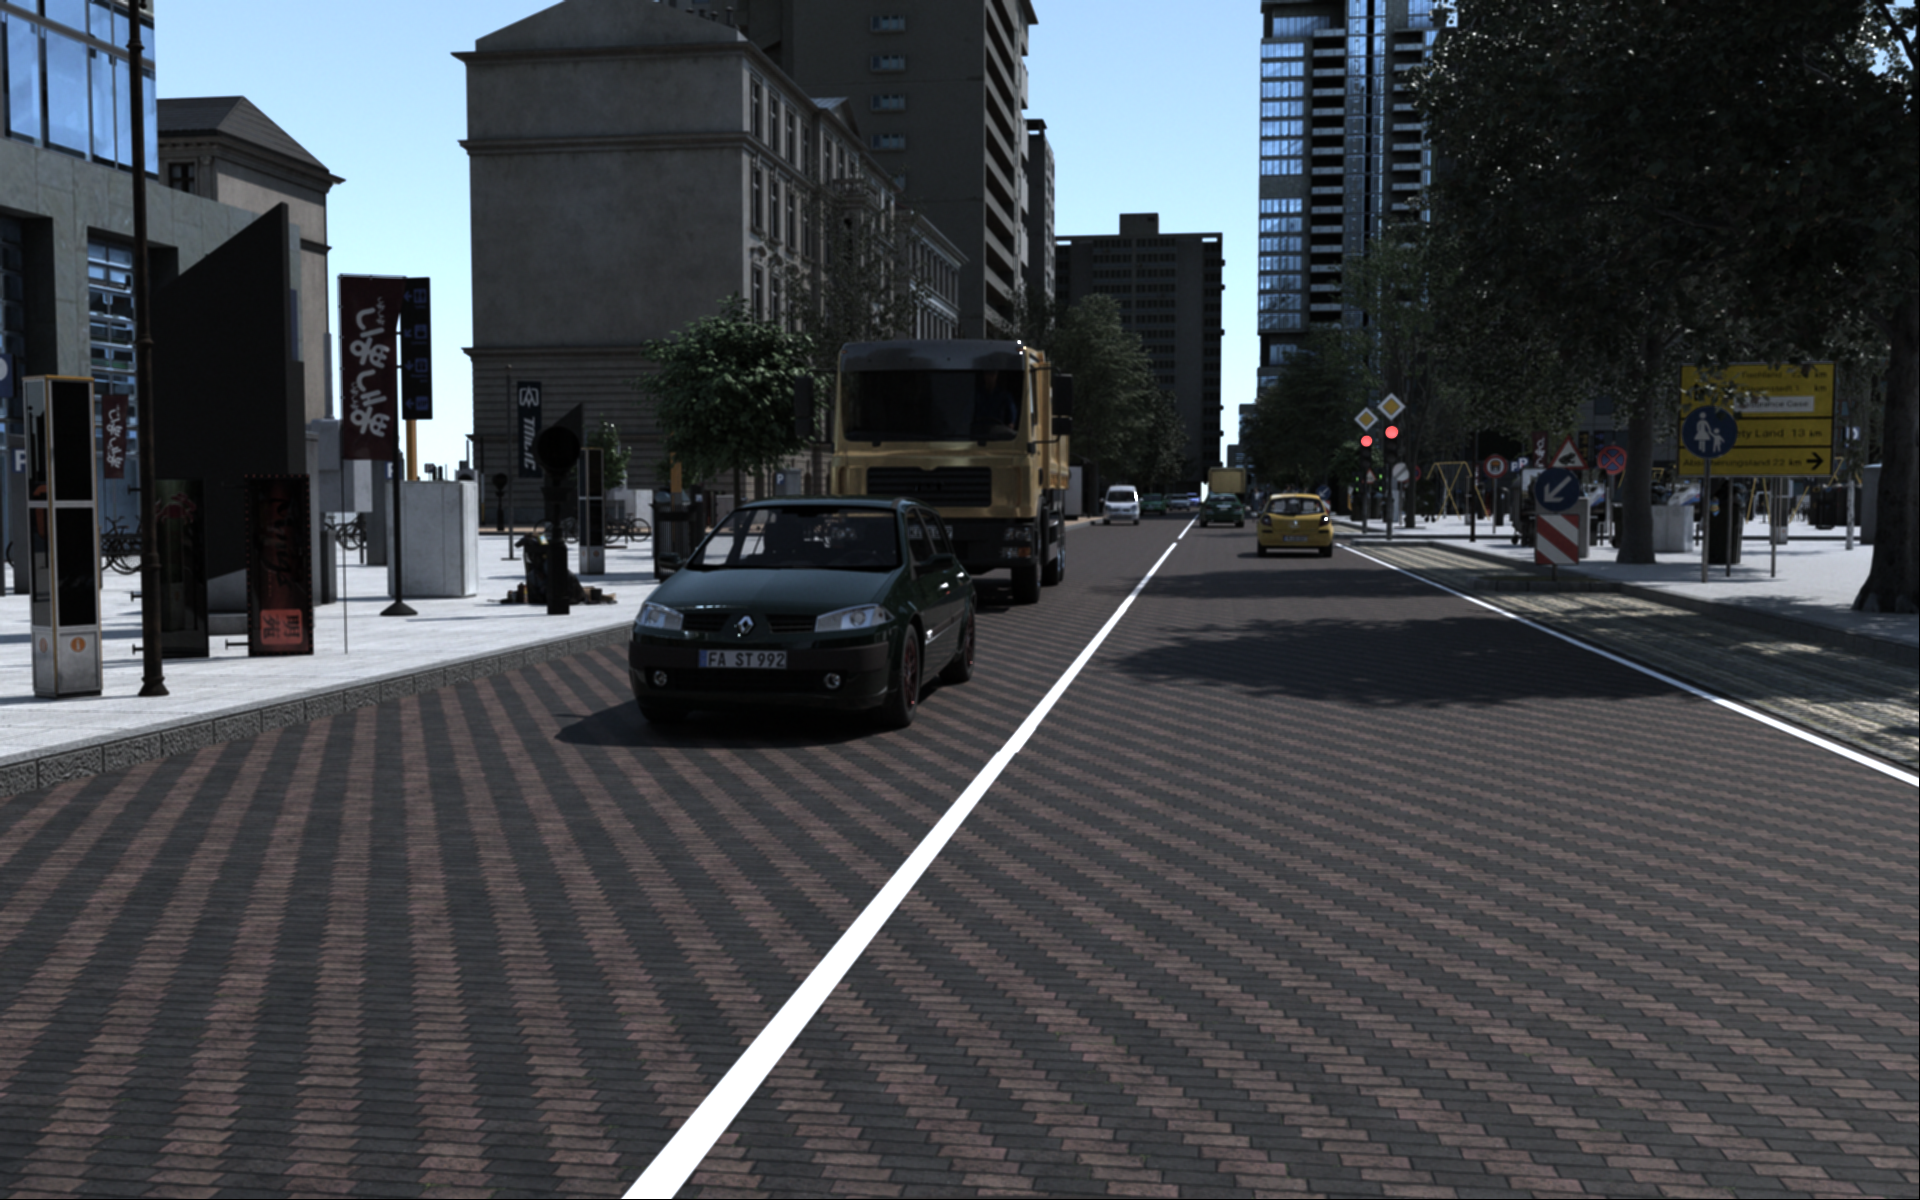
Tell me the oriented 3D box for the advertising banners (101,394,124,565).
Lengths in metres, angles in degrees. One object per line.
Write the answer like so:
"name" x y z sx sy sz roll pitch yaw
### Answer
"advertising banners" -15.565 -2.101 30.547 2.074 3.025 0.090 1 4 9

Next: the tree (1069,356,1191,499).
"tree" 13.136 -13.518 138.031 9.611 12.733 9.660 0 3 0

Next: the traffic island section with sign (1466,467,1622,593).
"traffic island section with sign" 8.712 -1.065 26.040 1.989 1.847 2.006 1 4 8

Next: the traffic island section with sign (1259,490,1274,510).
"traffic island section with sign" 28.019 -9.093 157.297 1.989 1.847 2.006 1 4 8

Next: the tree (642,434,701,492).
"tree" -7.827 -3.302 48.583 1.663 3.219 1.824 0 3 0

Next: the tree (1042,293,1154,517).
"tree" 7.369 -11.030 98.464 7.486 12.596 7.792 0 3 0

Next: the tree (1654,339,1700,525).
"tree" 28.499 -7.119 66.765 4.360 8.622 3.978 0 3 0

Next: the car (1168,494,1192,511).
"car" 18.802 -8.335 148.274 2.014 1.417 4.499 0 4 7

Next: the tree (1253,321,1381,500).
"tree" 23.894 -11.983 114.047 7.486 12.596 7.792 0 3 0

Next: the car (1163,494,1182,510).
"car" 19.174 -8.877 156.937 2.131 1.459 4.920 1 4 9

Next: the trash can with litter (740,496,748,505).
"trash can with litter" -7.361 -3.049 60.911 1.678 1.210 2.233 2 4 24

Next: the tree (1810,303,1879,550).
"tree" 20.222 -5.458 39.594 4.360 8.622 3.978 0 3 0

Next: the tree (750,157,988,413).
"tree" -2.310 -5.308 37.154 4.360 8.622 3.978 0 3 0

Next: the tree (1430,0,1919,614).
"tree" 10.230 -6.207 18.485 9.611 12.733 9.660 0 3 0

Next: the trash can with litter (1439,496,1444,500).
"trash can with litter" 32.682 -6.558 118.279 1.678 1.210 2.233 -3 4 -38

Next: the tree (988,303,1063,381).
"tree" 1.715 -7.082 66.146 4.360 8.622 3.978 0 3 0

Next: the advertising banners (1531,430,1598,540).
"advertising banners" 16.468 -3.122 47.240 0.090 3.025 2.074 -3 4 -38

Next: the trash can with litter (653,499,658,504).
"trash can with litter" -12.219 -3.614 70.482 1.055 1.170 0.624 0 4 -6

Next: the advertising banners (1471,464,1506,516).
"advertising banners" 30.298 -6.307 99.309 2.074 3.025 0.090 0 4 -3

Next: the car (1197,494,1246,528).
"car" 11.437 -3.908 75.693 2.131 1.459 4.920 0 4 6

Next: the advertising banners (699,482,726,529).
"advertising banners" -9.952 -4.464 69.181 0.090 3.025 2.074 -3 5 -39

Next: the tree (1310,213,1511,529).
"tree" 16.795 -8.466 64.167 9.928 11.665 9.643 0 3 0

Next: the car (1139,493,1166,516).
"car" 12.918 -6.593 116.590 1.959 1.807 4.718 1 4 9

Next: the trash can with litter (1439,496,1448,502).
"trash can with litter" 30.751 -6.100 111.120 1.055 1.170 0.624 1 4 21

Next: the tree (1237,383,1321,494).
"tree" 36.380 -17.642 195.103 9.857 13.997 8.962 0 3 0

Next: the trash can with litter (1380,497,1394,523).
"trash can with litter" 19.041 -4.029 77.254 0.624 1.170 1.055 1 4 14

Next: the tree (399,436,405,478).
"tree" -15.970 -3.293 48.440 1.663 3.219 1.824 0 3 0

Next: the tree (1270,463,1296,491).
"tree" 31.165 -10.823 160.667 4.285 4.588 4.351 0 3 0

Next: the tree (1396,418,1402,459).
"tree" 33.726 -10.727 125.742 4.360 8.622 3.978 0 3 0

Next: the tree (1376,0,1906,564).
"tree" 12.637 -7.647 31.687 9.857 13.997 8.962 0 3 0

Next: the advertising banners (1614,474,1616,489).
"advertising banners" 39.331 -6.504 102.523 0.090 3.025 2.074 -3 5 -45

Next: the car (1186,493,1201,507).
"car" 25.269 -10.967 188.897 1.945 1.707 3.694 0 4 7

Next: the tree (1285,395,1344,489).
"tree" 25.214 -10.464 121.441 4.737 8.622 4.395 0 3 0

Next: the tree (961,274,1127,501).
"tree" 3.667 -8.514 73.619 7.601 10.594 8.767 2 4 32

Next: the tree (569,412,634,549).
"tree" -8.517 -2.824 40.778 1.663 3.219 1.824 0 3 0

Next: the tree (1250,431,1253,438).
"tree" 28.929 -14.202 150.325 7.486 12.596 7.792 0 3 0

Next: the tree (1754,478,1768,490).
"tree" 46.288 -9.018 97.801 4.737 8.622 4.395 0 3 0

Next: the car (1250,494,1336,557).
"car" 7.852 -1.868 40.760 2.015 1.641 3.980 1 4 10

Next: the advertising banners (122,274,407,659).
"advertising banners" -5.419 -1.068 13.655 2.074 3.025 0.090 -1 4 -18

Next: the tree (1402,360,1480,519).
"tree" 25.488 -8.595 90.887 4.360 8.622 3.978 0 3 0

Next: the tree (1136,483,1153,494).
"tree" 20.695 -14.532 187.964 4.360 8.622 3.978 0 3 0

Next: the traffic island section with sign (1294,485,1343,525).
"traffic island section with sign" 16.694 -4.385 80.319 1.989 1.847 2.006 1 4 8

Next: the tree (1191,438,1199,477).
"tree" 18.288 -15.817 175.609 9.611 12.733 9.660 0 3 0

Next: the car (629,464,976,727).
"car" -0.952 -0.135 12.001 2.009 1.686 4.222 1 4 8

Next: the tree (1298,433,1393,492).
"tree" 21.117 -6.608 91.761 4.285 4.588 4.351 0 3 0

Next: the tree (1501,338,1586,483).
"tree" 25.441 -7.617 74.900 4.737 8.622 4.395 0 3 0

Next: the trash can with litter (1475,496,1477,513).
"trash can with litter" 35.473 -6.533 117.871 2.233 1.210 1.678 0 4 1

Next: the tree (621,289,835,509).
"tree" -3.699 -2.701 27.873 4.285 4.588 4.351 0 3 0
